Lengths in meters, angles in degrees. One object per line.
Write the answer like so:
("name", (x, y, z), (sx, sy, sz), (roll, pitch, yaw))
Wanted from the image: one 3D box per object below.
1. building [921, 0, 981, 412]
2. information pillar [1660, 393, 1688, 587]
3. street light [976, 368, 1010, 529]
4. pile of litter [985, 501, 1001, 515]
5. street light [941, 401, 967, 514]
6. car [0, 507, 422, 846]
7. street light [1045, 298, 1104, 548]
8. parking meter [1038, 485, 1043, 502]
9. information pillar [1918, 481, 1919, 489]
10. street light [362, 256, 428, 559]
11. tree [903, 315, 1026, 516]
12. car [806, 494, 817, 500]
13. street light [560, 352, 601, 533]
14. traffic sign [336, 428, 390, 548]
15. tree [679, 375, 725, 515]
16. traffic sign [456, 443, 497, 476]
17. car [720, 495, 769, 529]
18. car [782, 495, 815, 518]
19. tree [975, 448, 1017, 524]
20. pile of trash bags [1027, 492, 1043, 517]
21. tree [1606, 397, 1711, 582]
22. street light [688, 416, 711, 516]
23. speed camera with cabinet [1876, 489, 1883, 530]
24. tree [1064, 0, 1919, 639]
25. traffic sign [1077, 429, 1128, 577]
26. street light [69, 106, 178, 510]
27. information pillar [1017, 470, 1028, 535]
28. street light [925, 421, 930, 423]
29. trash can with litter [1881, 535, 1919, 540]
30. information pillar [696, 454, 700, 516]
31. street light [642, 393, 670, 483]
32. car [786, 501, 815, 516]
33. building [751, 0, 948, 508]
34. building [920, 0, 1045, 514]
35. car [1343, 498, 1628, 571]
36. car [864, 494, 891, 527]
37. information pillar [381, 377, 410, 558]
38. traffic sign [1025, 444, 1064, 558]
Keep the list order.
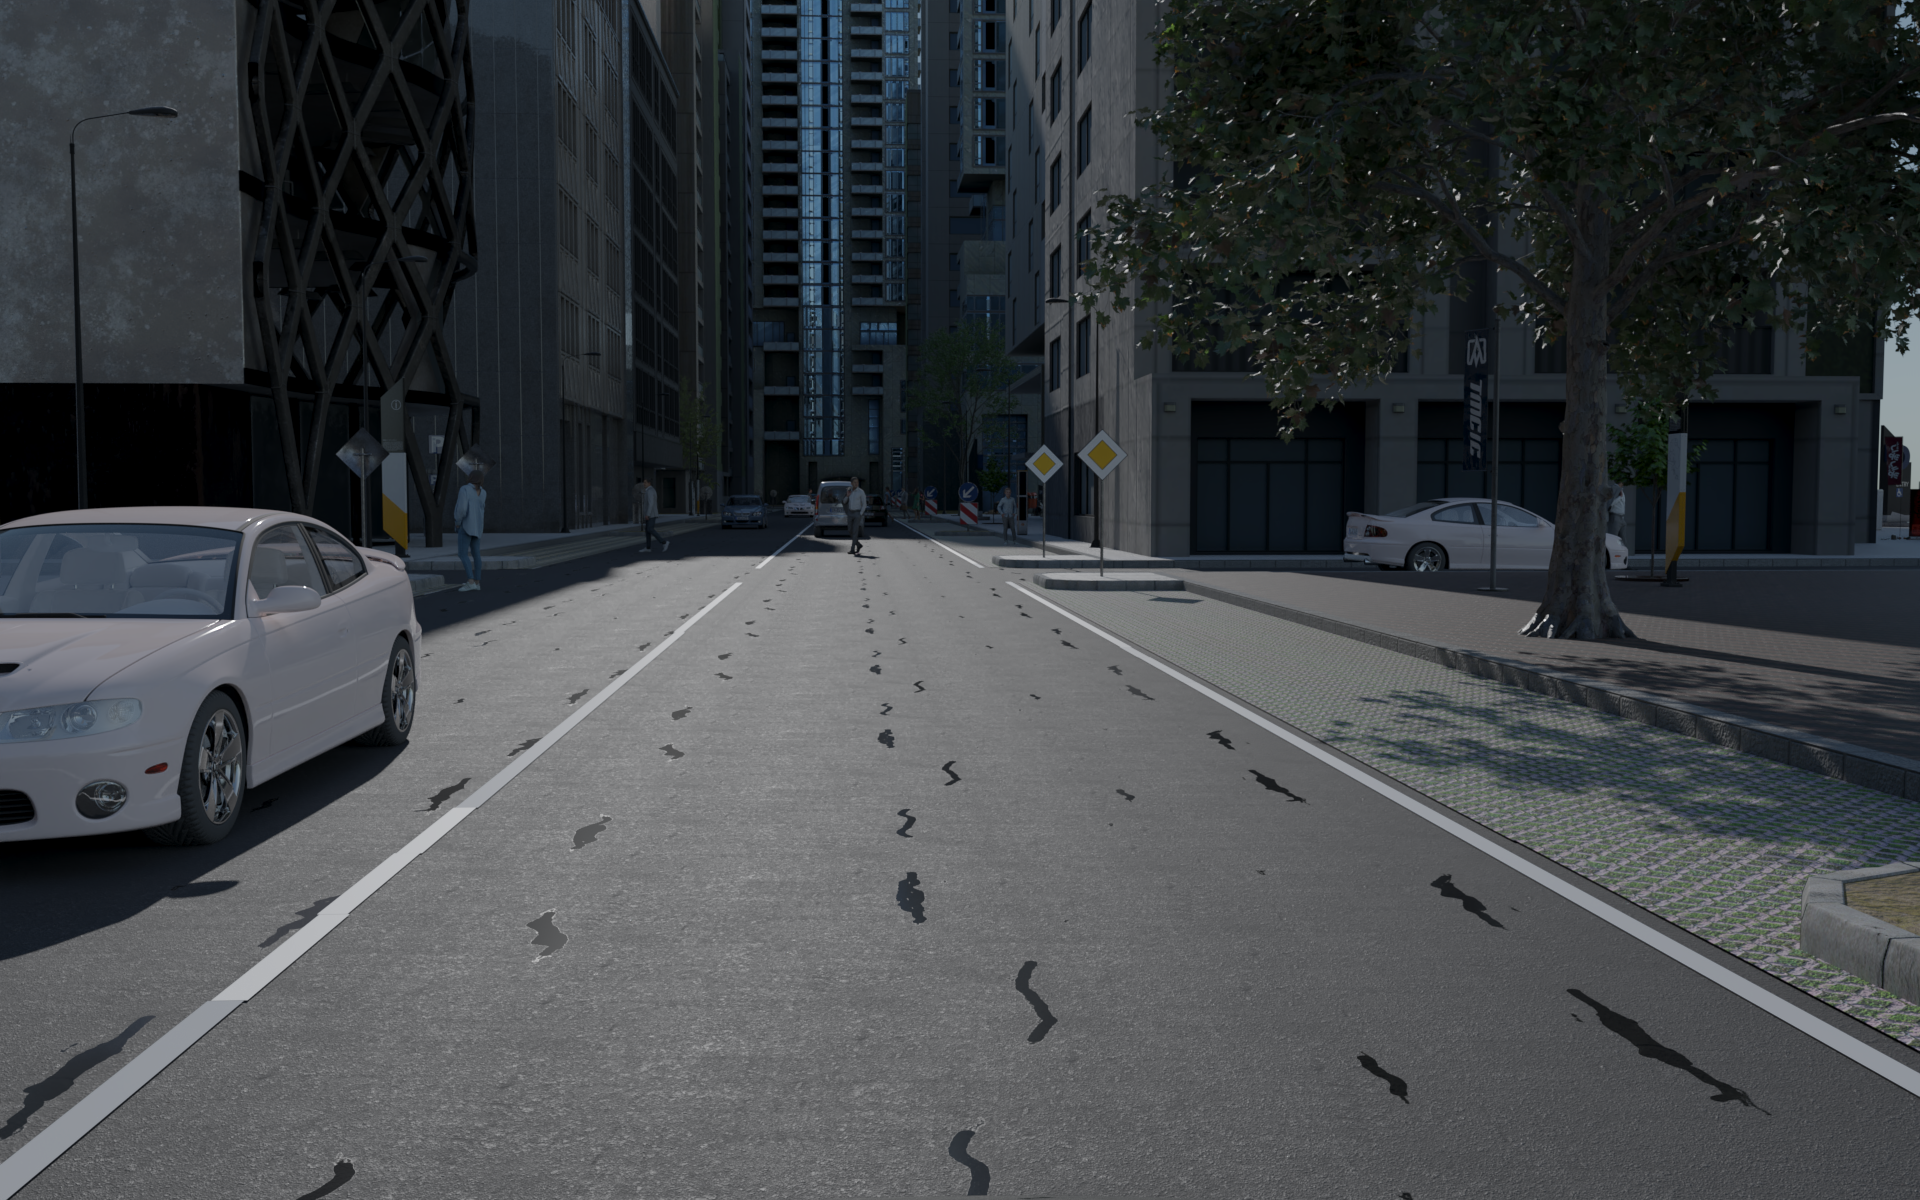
("building", (6.931, -37.648, 157.545), (21.231, 58.520, 28.212), (0, 4, -4))
("information pillar", (9.858, -1.985, 23.816), (0.183, 3.616, 0.504), (0, 4, 3))
("street light", (1.277, -5.599, 64.084), (1.470, 5.913, 1.316), (0, 4, -4))
("pile of litter", (2.081, -5.796, 108.722), (1.176, 0.858, 1.719), (1, 4, 16))
("street light", (-0.222, -6.996, 86.919), (1.470, 5.913, 1.316), (0, 4, -4))
("car", (-4.033, 0.234, 8.530), (2.083, 1.381, 4.827), (0, 4, -3))
("street light", (2.723, -4.202, 41.246), (1.470, 5.913, 1.316), (0, 4, -4))
("parking meter", (5.068, -6.227, 107.524), (0.399, 1.863, 0.255), (1, 4, 16))
("information pillar", (55.753, -5.868, 100.441), (0.304, 2.012, 0.304), (2, 4, 24))
("street light", (-11.065, -3.752, 33.880), (1.470, 5.913, 1.316), (0, 4, -4))
("tree", (0.164, -10.693, 100.586), (9.928, 11.665, 9.643), (0, 3, 0))
("car", (-13.478, -8.961, 158.308), (2.131, 1.459, 4.920), (0, 4, -3))
("street light", (-12.424, -5.149, 56.724), (1.470, 5.913, 1.316), (0, 4, -4))
("traffic sign", (-9.021, -1.379, 26.192), (0.795, 2.450, 0.064), (0, 4, -4))
("tree", (-16.391, -9.544, 106.407), (4.737, 8.622, 4.395), (0, 3, 0))
("traffic sign", (-9.533, -1.867, 34.161), (0.795, 2.450, 0.064), (0, 4, -4))
("car", (-8.974, -3.687, 72.282), (2.014, 1.417, 4.499), (0, 4, -4))
("car", (-9.931, -5.794, 107.099), (2.083, 1.381, 4.827), (0, 4, -5))
("tree", (1.338, -4.854, 73.968), (1.663, 3.219, 1.824), (0, 3, 0))
("pile of trash bags", (4.975, -5.606, 101.402), (1.912, 1.369, 3.447), (2, 4, 31))
("tree", (10.419, -1.903, 25.711), (1.663, 3.219, 1.824), (0, 3, 0))
("street light", (-15.397, -7.950, 102.530), (1.470, 5.913, 1.316), (0, 4, -4))
("speed camera with cabinet", (31.741, -4.076, 60.973), (2.038, 3.252, 0.660), (-3, 4, -36))
("tree", (5.741, -6.016, 15.373), (9.611, 12.733, 9.660), (0, 3, 0))
("traffic sign", (2.202, -1.422, 26.891), (0.795, 2.450, 0.064), (0, 4, -4))
("street light", (-10.071, -2.956, 20.878), (1.470, 5.913, 1.316), (0, 4, -4))
("information pillar", (1.932, -3.023, 53.916), (0.304, 2.012, 0.304), (0, 4, -6))
("street light", (-1.532, -8.402, 109.918), (1.470, 5.913, 1.316), (0, 4, -4))
("trash can with litter", (26.878, -2.306, 48.754), (2.233, 1.210, 1.678), (0, 4, -4))
("information pillar", (-15.320, -6.725, 101.301), (0.183, 3.616, 0.504), (0, 4, -4))
("street light", (-14.040, -6.553, 79.686), (1.470, 5.913, 1.316), (0, 4, -4))
("car", (-10.448, -6.193, 113.841), (1.945, 1.354, 3.894), (0, 4, -3))
("building", (-17.770, -54.430, 202.601), (31.000, 86.520, 22.319), (0, 4, -4))
("building", (8.602, -49.783, 126.625), (22.319, 86.520, 31.000), (0, 4, -4))
("car", (9.089, -1.078, 29.981), (4.827, 1.381, 2.083), (0, 4, -4))
("car", (-4.090, -4.128, 77.279), (2.009, 1.686, 4.222), (0, 4, -2))
("information pillar", (-11.360, -2.658, 34.807), (0.504, 3.616, 0.183), (0, 4, 6))
("traffic sign", (1.689, -1.909, 34.859), (0.795, 2.450, 0.064), (0, 4, -4))
